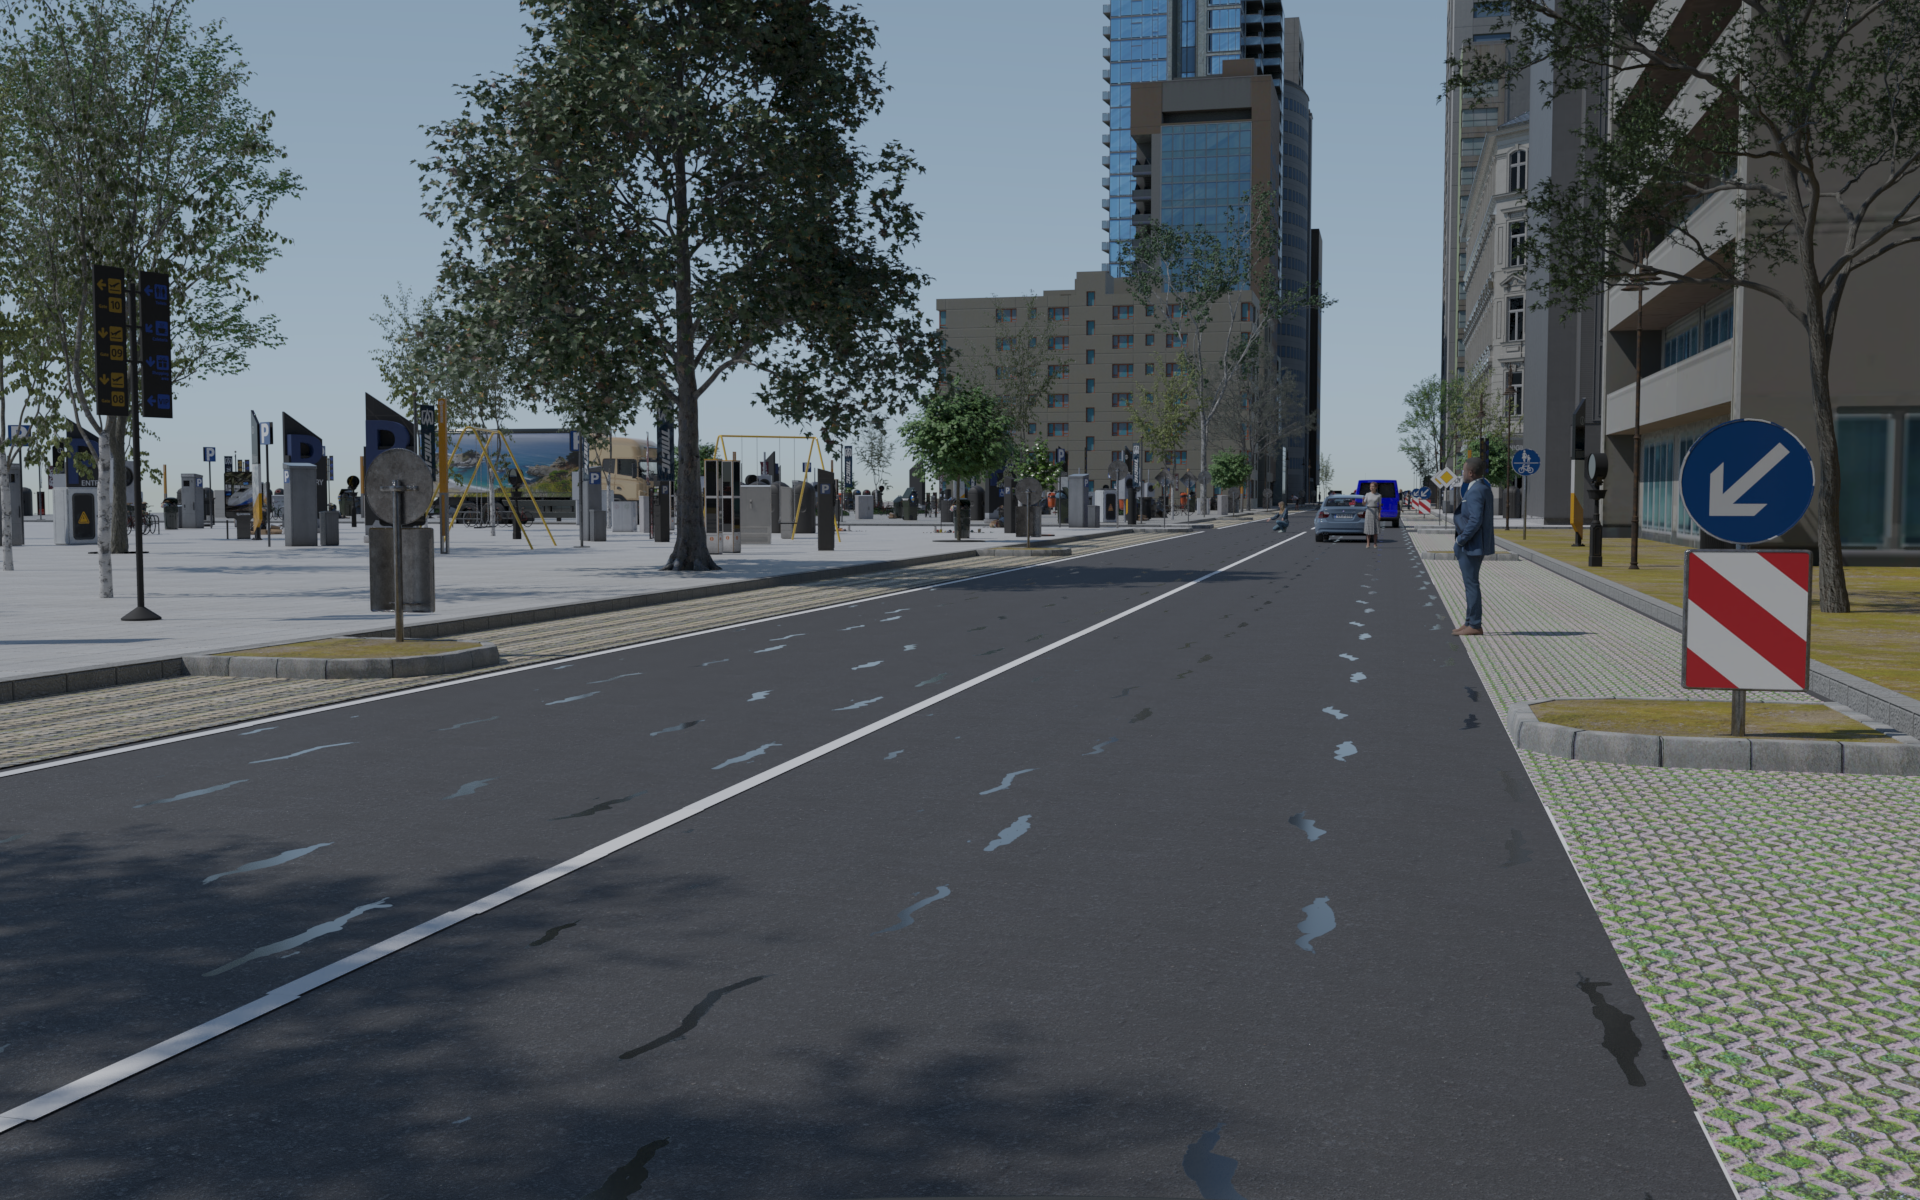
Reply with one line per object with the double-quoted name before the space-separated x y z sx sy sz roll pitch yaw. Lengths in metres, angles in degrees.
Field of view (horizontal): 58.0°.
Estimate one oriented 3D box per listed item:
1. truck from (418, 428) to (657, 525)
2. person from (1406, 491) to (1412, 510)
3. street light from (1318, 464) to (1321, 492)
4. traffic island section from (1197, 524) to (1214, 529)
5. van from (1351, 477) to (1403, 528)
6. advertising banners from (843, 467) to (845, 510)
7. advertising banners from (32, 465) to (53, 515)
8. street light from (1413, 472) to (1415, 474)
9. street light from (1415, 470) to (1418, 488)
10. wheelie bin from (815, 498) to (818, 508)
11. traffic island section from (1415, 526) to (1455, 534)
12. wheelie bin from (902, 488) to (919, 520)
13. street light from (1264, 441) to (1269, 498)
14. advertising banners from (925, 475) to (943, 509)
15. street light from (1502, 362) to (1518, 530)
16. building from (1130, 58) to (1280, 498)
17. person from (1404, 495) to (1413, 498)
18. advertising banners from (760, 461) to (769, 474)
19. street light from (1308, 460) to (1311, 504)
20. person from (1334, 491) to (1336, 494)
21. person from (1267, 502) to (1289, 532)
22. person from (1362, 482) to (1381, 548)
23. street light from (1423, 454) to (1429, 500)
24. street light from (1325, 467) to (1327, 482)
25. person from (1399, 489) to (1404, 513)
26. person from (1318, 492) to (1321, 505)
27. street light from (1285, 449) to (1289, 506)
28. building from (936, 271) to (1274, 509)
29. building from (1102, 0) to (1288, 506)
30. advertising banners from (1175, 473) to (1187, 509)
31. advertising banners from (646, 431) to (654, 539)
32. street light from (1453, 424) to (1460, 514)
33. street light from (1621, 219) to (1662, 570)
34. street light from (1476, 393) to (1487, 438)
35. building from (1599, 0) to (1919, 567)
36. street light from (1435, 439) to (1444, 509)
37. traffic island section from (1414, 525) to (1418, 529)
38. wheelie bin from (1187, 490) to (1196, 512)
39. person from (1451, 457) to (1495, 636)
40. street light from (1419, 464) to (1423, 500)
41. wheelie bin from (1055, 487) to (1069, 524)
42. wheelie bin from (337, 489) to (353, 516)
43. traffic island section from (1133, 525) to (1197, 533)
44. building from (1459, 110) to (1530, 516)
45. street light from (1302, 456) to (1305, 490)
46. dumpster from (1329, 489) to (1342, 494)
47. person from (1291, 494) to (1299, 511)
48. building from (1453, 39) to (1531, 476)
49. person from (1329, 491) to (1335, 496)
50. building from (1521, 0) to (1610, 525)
"truck" -17.816 -5.270 75.084 11.283 4.237 2.839 1 4 14
"person" 40.670 -9.014 156.603 0.721 1.735 1.217 3 5 41
"street light" 54.114 -17.607 260.665 0.468 5.910 1.993 1 4 14
"traffic island section" 9.596 -3.098 72.934 2.009 0.180 2.903 1 4 14
"van" 18.123 -4.337 75.300 2.240 2.365 5.245 1 4 13
"advertising banners" -7.611 -7.192 113.769 0.090 3.025 2.074 0 4 -6
"advertising banners" -55.659 -6.642 104.791 0.090 3.025 2.074 2 4 31
"street light" 69.993 -17.905 265.531 0.468 5.910 1.993 1 4 14
"street light" 61.907 -15.919 233.055 0.468 5.910 1.993 1 4 14
"wheelie bin" -11.323 -7.715 134.042 0.980 1.594 0.693 -1 4 -19
"traffic island section" 17.615 -2.474 62.724 2.009 0.180 2.903 1 4 14
"wheelie bin" -2.416 -4.684 84.483 0.693 1.594 0.980 -3 4 -36
"street light" 26.088 -10.707 147.844 0.468 5.910 1.993 1 4 14
"advertising banners" -2.114 -9.059 144.303 2.074 3.025 0.090 -3 5 -43
"street light" 19.321 -5.393 60.961 0.468 5.910 1.993 1 4 14
"building" 26.239 -32.628 183.572 14.600 45.320 14.200 1 4 14
"person" 52.897 -11.980 204.389 1.348 1.823 0.705 3 5 41
"advertising banners" -9.827 -5.934 93.215 2.074 3.025 0.090 -2 4 -31
"street light" 46.229 -15.674 229.058 0.468 5.910 1.993 1 4 14
"person" 49.378 -13.462 228.545 1.348 1.831 0.705 3 5 40
"person" 11.971 -3.099 64.660 0.738 1.151 1.012 -1 4 -11
"person" 10.900 -2.250 45.865 0.480 1.755 0.524 1 4 17
"street light" 49.968 -12.967 184.805 0.468 5.910 1.993 1 4 14
"street light" 61.891 -19.564 292.661 0.468 5.910 1.993 1 4 14
"person" 30.800 -6.868 121.024 0.641 1.798 0.478 -1 4 -22
"person" 43.918 -12.358 211.472 0.530 1.710 0.541 3 4 38
"street light" 33.912 -12.641 179.467 0.468 5.910 1.993 1 4 14
"building" 14.774 -19.524 164.259 27.650 21.520 28.899 1 4 14
"building" 28.218 -54.582 205.086 22.319 86.520 31.000 1 4 14
"advertising banners" 18.908 -9.241 147.272 2.074 3.025 0.090 -3 5 -43
"advertising banners" -8.829 -3.257 49.434 0.090 3.025 2.074 0 4 -4
"street light" 31.714 -8.444 110.852 0.468 5.910 1.993 1 4 14
"street light" 11.487 -3.459 29.341 0.468 5.910 1.993 1 4 14
"street light" 23.761 -6.501 79.077 0.468 5.910 1.993 1 4 14
"building" 26.770 -25.290 37.188 21.300 48.544 21.600 1 4 14
"street light" 39.539 -10.378 142.474 0.468 5.910 1.993 1 4 14
"traffic island section" 19.536 -2.948 70.475 2.009 0.180 2.903 1 4 14
"wheelie bin" 16.203 -6.931 121.226 0.693 1.594 0.980 0 4 6
"person" 5.186 -0.539 17.494 0.419 1.800 0.721 1 4 19
"street light" 57.820 -14.901 216.421 0.468 5.910 1.993 1 4 14
"wheelie bin" 4.527 -4.105 75.024 0.693 1.594 0.980 1 4 22
"wheelie bin" -35.696 -5.678 100.748 0.693 1.594 0.980 2 4 32
"traffic island section" 7.675 -2.624 65.183 2.009 0.180 2.903 1 4 14
"building" 43.865 -20.954 119.011 17.030 29.872 44.131 1 4 14
"street light" 41.987 -14.620 211.826 0.468 5.910 1.993 1 4 14
"dumpster" 58.015 -16.058 267.503 1.985 2.255 1.502 1 4 12
"person" 28.935 -8.438 149.657 0.628 1.438 0.799 3 5 43
"building" 52.803 -29.076 158.981 14.154 41.232 14.086 1 4 14
"person" 32.468 -8.652 150.890 0.756 1.711 0.436 -1 4 -13
"building" 36.903 -17.091 72.951 24.014 27.812 14.314 1 4 14
